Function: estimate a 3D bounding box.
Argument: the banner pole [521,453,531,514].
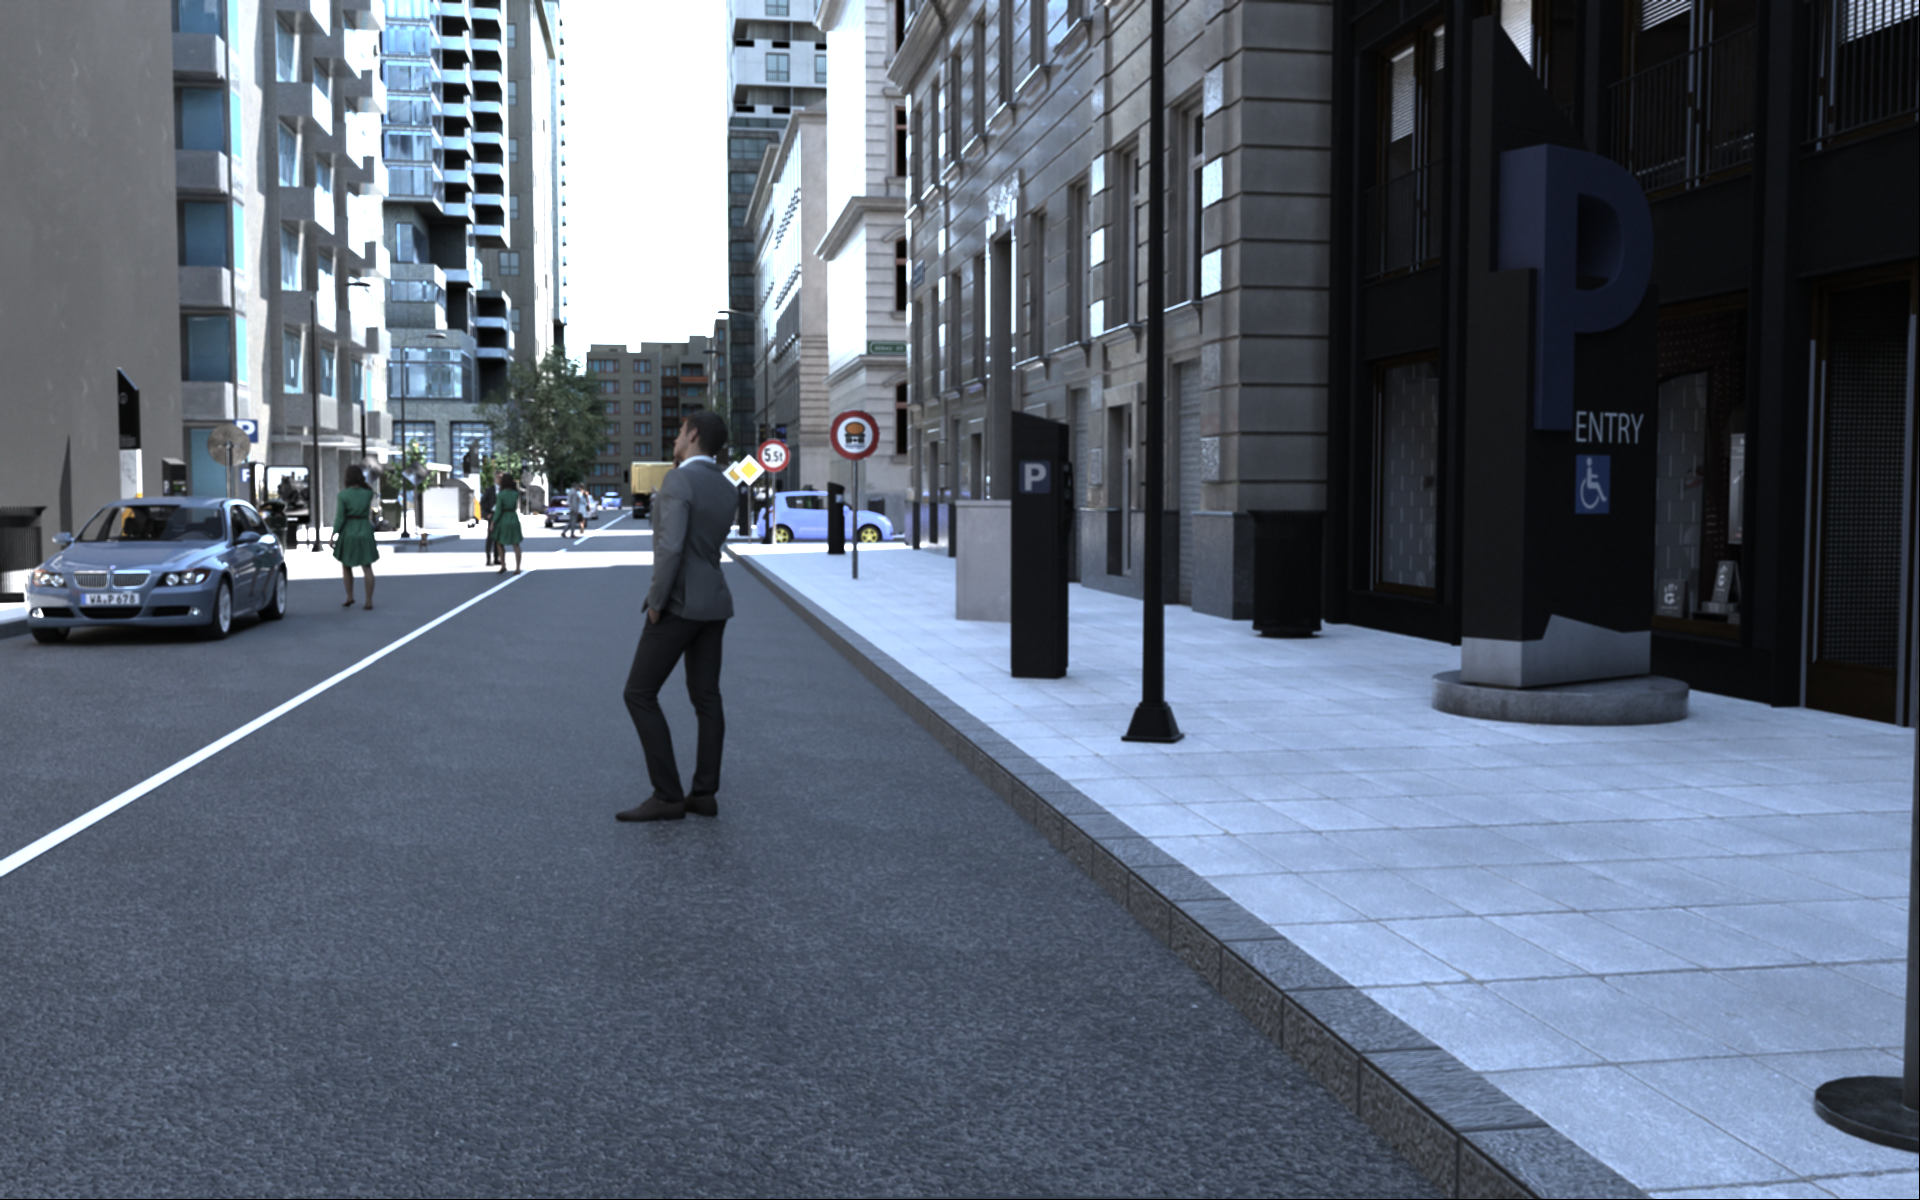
[{"bbox_3d":[-26.322,-7.048,105.251,0.401,3.779,0.863,3,4,36],"label":"banner pole"}]

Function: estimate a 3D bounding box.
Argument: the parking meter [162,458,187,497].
[{"bbox_3d":[-12.776,-1.376,28.209,0.399,1.863,0.255,3,5,43],"label":"parking meter"}]

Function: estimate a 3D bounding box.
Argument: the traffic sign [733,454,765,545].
[{"bbox_3d":[-5.336,-2.459,43.848,0.795,2.450,0.064,-1,4,-10],"label":"traffic sign"}]

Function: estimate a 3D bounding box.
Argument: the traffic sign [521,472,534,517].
[{"bbox_3d":[-24.689,-6.041,98.876,0.768,2.556,0.104,0,4,-4],"label":"traffic sign"}]

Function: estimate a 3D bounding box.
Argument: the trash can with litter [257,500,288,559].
[{"bbox_3d":[-13.618,-1.382,33.978,0.624,1.170,1.055,-3,5,-42],"label":"trash can with litter"}]

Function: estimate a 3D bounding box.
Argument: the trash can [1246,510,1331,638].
[{"bbox_3d":[2.947,-0.240,15.583,0.748,1.137,0.748,0,3,0],"label":"trash can"}]

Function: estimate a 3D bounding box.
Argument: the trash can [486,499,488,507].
[{"bbox_3d":[-29.411,-5.862,107.491,0.748,1.137,0.748,0,3,0],"label":"trash can"}]

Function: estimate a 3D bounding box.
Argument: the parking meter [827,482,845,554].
[{"bbox_3d":[-2.639,-1.744,36.931,0.372,1.533,0.369,0,3,0],"label":"parking meter"}]

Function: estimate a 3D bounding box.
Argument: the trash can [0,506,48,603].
[{"bbox_3d":[-11.222,-0.544,20.544,0.748,1.137,0.748,0,3,0],"label":"trash can"}]

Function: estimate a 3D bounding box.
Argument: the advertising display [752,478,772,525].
[{"bbox_3d":[-8.021,-4.019,70.930,0.974,1.923,0.123,-1,4,-22],"label":"advertising display"}]

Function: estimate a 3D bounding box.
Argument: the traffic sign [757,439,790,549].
[{"bbox_3d":[-4.310,-2.449,40.140,0.768,2.556,0.104,0,4,-2],"label":"traffic sign"}]

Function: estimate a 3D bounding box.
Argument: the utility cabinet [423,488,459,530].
[{"bbox_3d":[-18.166,-3.175,60.591,1.173,1.500,0.318,-2,4,-33],"label":"utility cabinet"}]

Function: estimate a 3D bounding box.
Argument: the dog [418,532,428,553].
[{"bbox_3d":[-13.193,-1.427,42.626,0.540,0.507,0.406,2,4,27],"label":"dog"}]

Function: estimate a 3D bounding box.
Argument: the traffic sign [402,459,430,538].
[{"bbox_3d":[-15.753,-2.847,50.188,0.795,2.450,0.064,-1,4,-10],"label":"traffic sign"}]

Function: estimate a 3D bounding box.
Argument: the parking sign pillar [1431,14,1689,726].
[{"bbox_3d":[3.549,-1.327,10.174,1.447,3.967,1.447,-3,4,-37],"label":"parking sign pillar"}]

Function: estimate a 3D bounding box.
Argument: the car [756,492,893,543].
[{"bbox_3d":[-3.657,-2.284,46.932,3.694,1.707,1.945,-1,4,-11],"label":"car"}]

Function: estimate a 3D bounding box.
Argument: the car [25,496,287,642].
[{"bbox_3d":[-8.369,-0.390,18.384,2.014,1.417,4.499,-1,4,-10],"label":"car"}]

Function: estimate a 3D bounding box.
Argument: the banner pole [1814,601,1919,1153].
[{"bbox_3d":[2.150,-0.829,3.564,0.863,3.779,0.401,-3,4,-37],"label":"banner pole"}]

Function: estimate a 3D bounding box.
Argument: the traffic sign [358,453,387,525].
[{"bbox_3d":[-14.402,-2.365,42.318,0.795,2.450,0.064,-1,4,-10],"label":"traffic sign"}]

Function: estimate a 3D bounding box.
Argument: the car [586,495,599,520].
[{"bbox_3d":[-21.425,-5.225,97.791,2.083,1.381,4.827,-1,4,-10],"label":"car"}]

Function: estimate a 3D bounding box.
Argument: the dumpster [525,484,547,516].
[{"bbox_3d":[-25.330,-5.964,103.272,1.264,1.857,1.865,-1,4,-10],"label":"dumpster"}]

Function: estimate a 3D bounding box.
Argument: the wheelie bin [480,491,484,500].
[{"bbox_3d":[-26.258,-5.290,94.407,0.980,1.594,0.693,3,5,45],"label":"wheelie bin"}]

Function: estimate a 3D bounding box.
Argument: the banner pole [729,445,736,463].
[{"bbox_3d":[-10.500,-5.397,78.265,0.863,3.779,0.401,1,4,22],"label":"banner pole"}]

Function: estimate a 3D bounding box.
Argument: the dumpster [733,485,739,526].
[{"bbox_3d":[-9.197,-3.834,68.440,1.264,1.857,1.865,-1,4,-10],"label":"dumpster"}]

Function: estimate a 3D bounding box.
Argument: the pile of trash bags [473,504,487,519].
[{"bbox_3d":[-25.495,-4.731,87.101,1.912,1.369,3.447,3,5,44],"label":"pile of trash bags"}]

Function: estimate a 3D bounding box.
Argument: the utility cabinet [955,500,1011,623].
[{"bbox_3d":[0.453,-0.385,17.458,1.020,1.237,0.306,2,4,35],"label":"utility cabinet"}]

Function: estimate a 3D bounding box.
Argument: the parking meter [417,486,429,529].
[{"bbox_3d":[-19.851,-3.568,64.051,0.255,1.863,0.399,3,5,42],"label":"parking meter"}]

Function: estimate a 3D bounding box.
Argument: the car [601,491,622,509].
[{"bbox_3d":[-33.038,-9.470,164.428,1.945,1.707,3.694,-1,4,-9],"label":"car"}]

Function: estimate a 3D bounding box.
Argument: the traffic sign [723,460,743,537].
[{"bbox_3d":[-6.688,-2.940,51.718,0.795,2.450,0.064,-1,4,-10],"label":"traffic sign"}]

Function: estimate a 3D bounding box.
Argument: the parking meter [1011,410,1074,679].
[{"bbox_3d":[0.573,-0.391,12.108,0.399,1.863,0.255,1,4,20],"label":"parking meter"}]

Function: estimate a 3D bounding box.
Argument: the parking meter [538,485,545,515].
[{"bbox_3d":[-25.547,-6.119,105.755,0.399,1.863,0.255,2,4,30],"label":"parking meter"}]

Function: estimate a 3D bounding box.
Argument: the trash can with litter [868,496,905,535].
[{"bbox_3d":[-2.230,-2.638,54.193,2.233,1.210,1.678,0,4,-1],"label":"trash can with litter"}]

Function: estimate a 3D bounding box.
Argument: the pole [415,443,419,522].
[{"bbox_3d":[-21.657,-4.598,69.026,0.158,3.312,0.155,0,3,0],"label":"pole"}]

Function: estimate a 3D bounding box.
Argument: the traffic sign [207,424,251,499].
[{"bbox_3d":[-13.272,-1.918,31.460,0.768,2.556,0.104,0,4,-3],"label":"traffic sign"}]

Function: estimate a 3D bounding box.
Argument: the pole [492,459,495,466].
[{"bbox_3d":[-27.060,-6.528,100.580,0.158,3.312,0.155,0,3,0],"label":"pole"}]

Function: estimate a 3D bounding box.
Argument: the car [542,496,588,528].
[{"bbox_3d":[-16.941,-3.786,74.488,1.945,1.354,3.894,-1,4,-11],"label":"car"}]

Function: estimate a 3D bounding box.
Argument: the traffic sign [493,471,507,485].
[{"bbox_3d":[-20.659,-4.634,77.893,0.606,2.300,0.079,0,4,-5],"label":"traffic sign"}]

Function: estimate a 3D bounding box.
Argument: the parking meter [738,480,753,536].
[{"bbox_3d":[-6.531,-2.878,52.769,0.399,1.863,0.255,0,4,7],"label":"parking meter"}]

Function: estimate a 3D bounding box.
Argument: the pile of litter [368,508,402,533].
[{"bbox_3d":[-19.532,-2.681,57.796,1.719,0.858,1.176,1,4,14],"label":"pile of litter"}]

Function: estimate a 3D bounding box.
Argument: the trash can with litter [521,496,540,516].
[{"bbox_3d":[-24.767,-5.412,99.871,1.055,1.170,0.624,0,4,4],"label":"trash can with litter"}]

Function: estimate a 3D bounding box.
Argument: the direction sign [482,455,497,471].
[{"bbox_3d":[-27.478,-6.677,101.164,0.876,3.537,0.379,0,4,7],"label":"direction sign"}]

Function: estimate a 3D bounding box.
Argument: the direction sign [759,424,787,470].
[{"bbox_3d":[-6.037,-3.912,55.952,0.876,3.537,0.379,0,4,-6],"label":"direction sign"}]

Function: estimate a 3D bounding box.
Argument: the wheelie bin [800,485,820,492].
[{"bbox_3d":[-5.051,-3.039,57.603,0.693,1.594,0.980,-2,4,-28],"label":"wheelie bin"}]

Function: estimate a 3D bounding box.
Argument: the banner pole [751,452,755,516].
[{"bbox_3d":[-12.257,-6.886,102.601,0.401,3.779,0.863,-2,4,-26],"label":"banner pole"}]

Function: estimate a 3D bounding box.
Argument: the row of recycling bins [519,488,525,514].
[{"bbox_3d":[-28.924,-6.350,110.938,1.069,1.692,3.534,1,4,22],"label":"row of recycling bins"}]

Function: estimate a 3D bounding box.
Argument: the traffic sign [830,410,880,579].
[{"bbox_3d":[-1.593,-1.598,26.228,0.768,2.556,0.104,-1,4,-9],"label":"traffic sign"}]

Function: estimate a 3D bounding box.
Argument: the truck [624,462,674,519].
[{"bbox_3d":[-18.493,-6.641,104.502,3.469,3.379,9.791,-1,4,-11],"label":"truck"}]

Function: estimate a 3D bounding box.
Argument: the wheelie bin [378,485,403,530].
[{"bbox_3d":[-20.540,-3.341,62.534,0.980,1.594,0.693,0,4,-1],"label":"wheelie bin"}]

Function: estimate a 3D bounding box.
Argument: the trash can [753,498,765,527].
[{"bbox_3d":[-7.625,-3.364,66.647,0.748,1.137,0.748,0,3,0],"label":"trash can"}]

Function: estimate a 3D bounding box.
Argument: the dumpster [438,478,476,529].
[{"bbox_3d":[-18.446,-3.527,63.432,1.264,1.857,1.865,-1,4,-10],"label":"dumpster"}]
